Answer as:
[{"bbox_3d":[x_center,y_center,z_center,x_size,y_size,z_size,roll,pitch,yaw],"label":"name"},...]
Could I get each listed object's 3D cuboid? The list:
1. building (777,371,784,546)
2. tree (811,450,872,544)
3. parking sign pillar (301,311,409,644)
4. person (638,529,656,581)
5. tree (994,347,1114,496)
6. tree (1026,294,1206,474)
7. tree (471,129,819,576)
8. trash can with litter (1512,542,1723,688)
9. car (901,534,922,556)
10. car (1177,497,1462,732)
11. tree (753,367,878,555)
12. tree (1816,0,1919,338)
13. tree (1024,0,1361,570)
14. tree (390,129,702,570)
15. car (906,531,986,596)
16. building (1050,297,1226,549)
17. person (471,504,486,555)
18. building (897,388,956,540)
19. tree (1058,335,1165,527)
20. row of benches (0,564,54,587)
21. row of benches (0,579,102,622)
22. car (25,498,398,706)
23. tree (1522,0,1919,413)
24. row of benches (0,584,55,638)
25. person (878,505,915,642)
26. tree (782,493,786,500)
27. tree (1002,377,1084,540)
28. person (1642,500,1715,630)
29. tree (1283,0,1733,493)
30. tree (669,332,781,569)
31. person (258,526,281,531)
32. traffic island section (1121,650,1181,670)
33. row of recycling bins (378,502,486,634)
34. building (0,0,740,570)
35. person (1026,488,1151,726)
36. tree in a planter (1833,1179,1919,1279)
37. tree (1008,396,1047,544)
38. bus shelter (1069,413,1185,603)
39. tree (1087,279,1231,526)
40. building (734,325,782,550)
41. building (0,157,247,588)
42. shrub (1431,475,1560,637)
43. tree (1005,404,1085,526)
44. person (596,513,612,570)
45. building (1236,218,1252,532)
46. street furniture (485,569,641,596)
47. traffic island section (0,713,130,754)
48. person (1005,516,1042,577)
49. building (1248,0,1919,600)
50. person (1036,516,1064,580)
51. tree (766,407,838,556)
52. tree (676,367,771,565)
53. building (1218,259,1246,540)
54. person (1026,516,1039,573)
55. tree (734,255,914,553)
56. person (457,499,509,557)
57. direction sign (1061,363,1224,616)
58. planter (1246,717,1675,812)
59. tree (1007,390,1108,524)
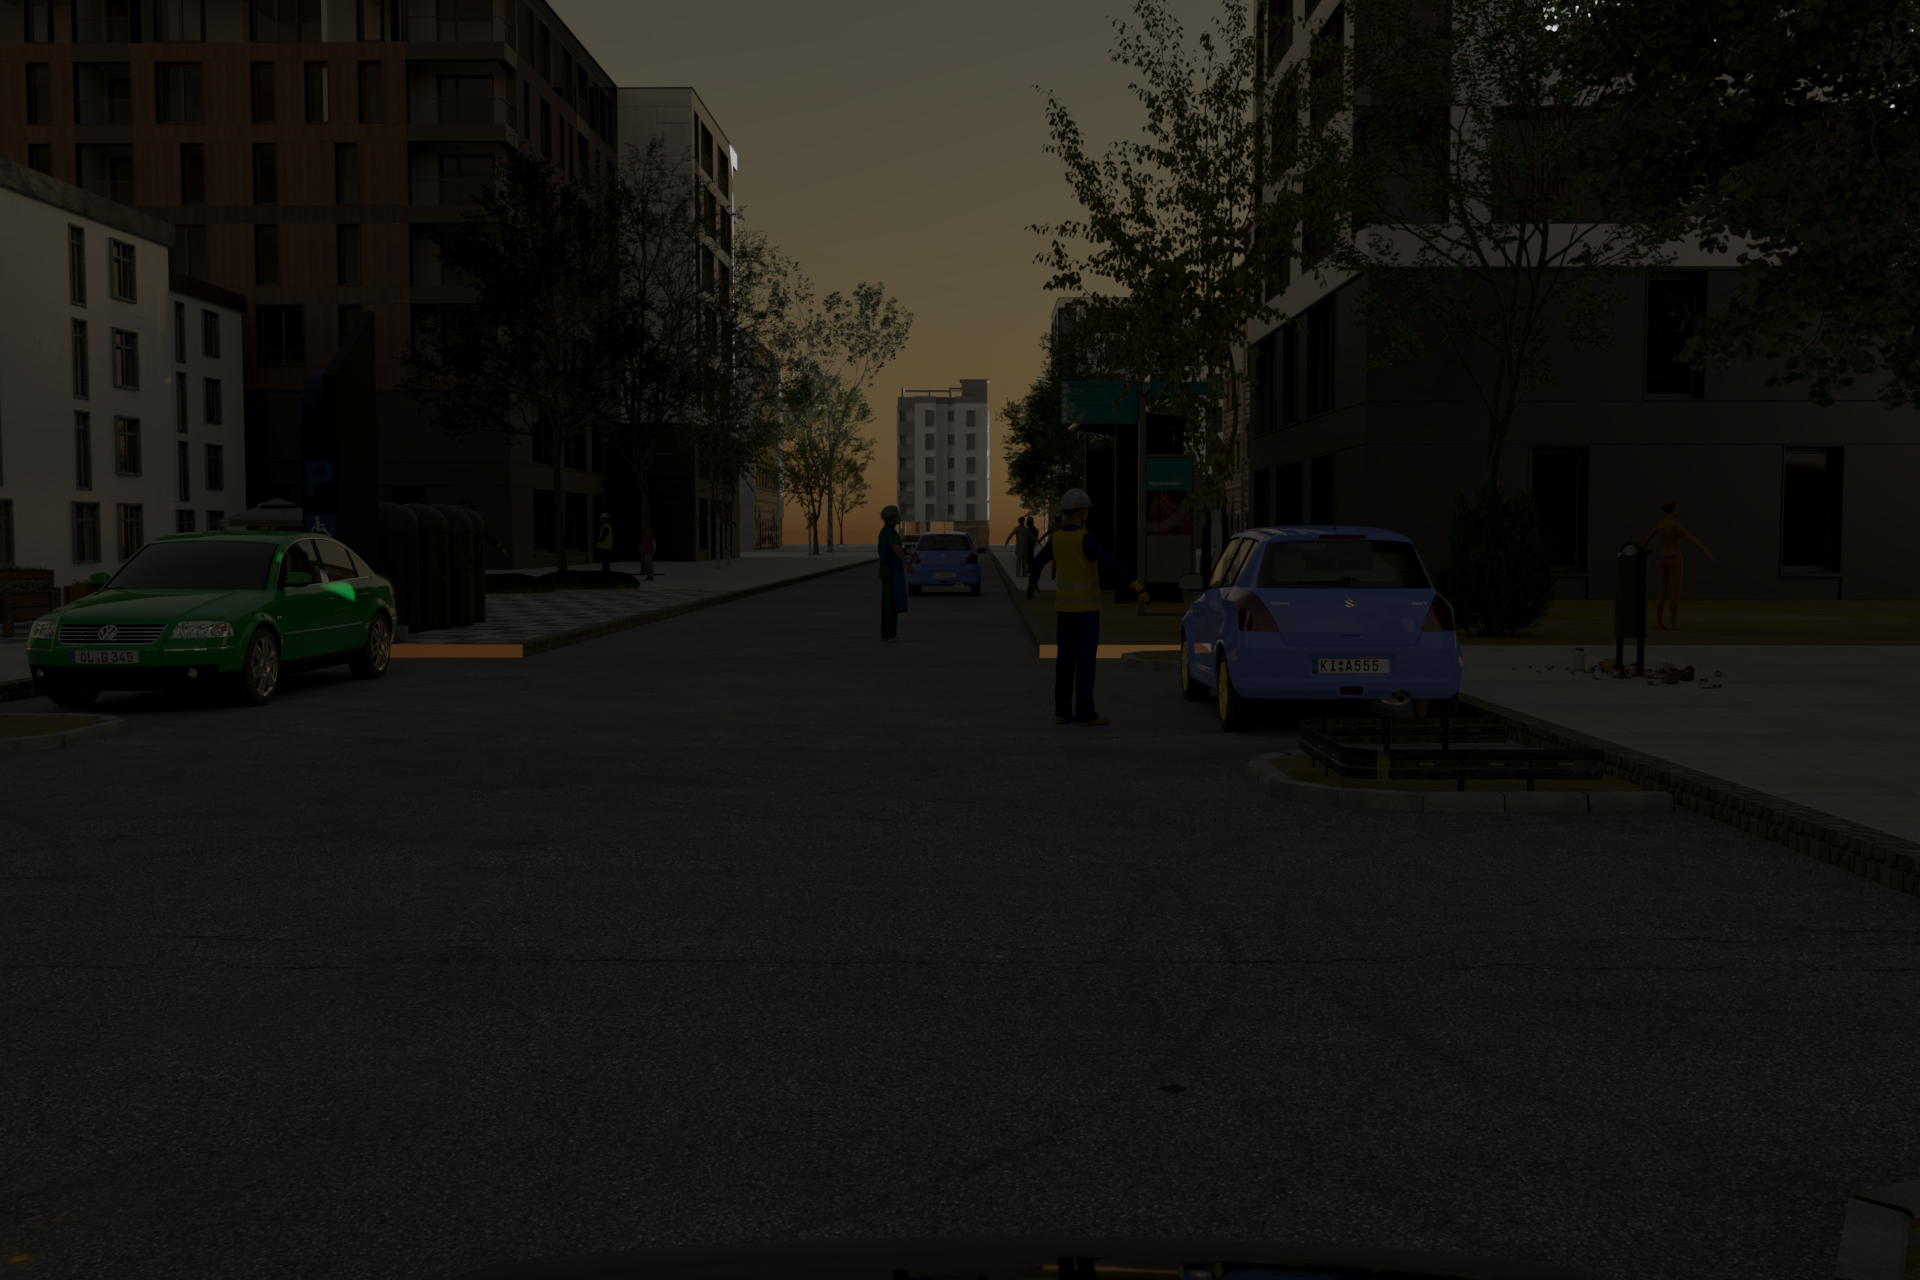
[{"bbox_3d":[-24.926,-19.856,181.070,16.016,20.090,11.380,0,4,1],"label":"building"},{"bbox_3d":[-14.890,-17.682,214.858,9.928,11.665,9.643,0,3,0],"label":"tree"},{"bbox_3d":[-7.281,-1.951,20.366,1.447,3.967,1.447,0,4,2],"label":"parking sign pillar"},{"bbox_3d":[-8.617,-2.353,47.732,0.599,1.433,0.991,-2,4,-35],"label":"person"},{"bbox_3d":[5.795,-9.312,86.666,7.601,10.594,8.767,2,4,27],"label":"tree"},{"bbox_3d":[6.608,-9.056,73.822,9.928,11.665,9.643,0,3,0],"label":"tree"},{"bbox_3d":[-9.779,-8.748,53.396,12.009,13.543,11.850,0,3,0],"label":"tree"},{"bbox_3d":[6.023,-0.268,15.437,1.678,1.210,2.233,0,4,0],"label":"trash can with litter"},{"bbox_3d":[-2.776,-5.760,103.955,2.009,1.686,4.222,0,4,0],"label":"car"},{"bbox_3d":[2.749,-0.260,13.841,1.945,1.707,3.694,0,4,1],"label":"car"},{"bbox_3d":[-8.834,-11.064,106.648,9.928,11.665,9.643,0,3,0],"label":"tree"},{"bbox_3d":[17.738,-6.234,27.677,9.928,11.665,9.643,0,3,0],"label":"tree"},{"bbox_3d":[3.057,-4.380,21.971,4.737,8.622,4.395,0,3,0],"label":"tree"},{"bbox_3d":[-9.782,-6.517,40.967,7.601,10.594,8.767,-2,4,-26],"label":"tree"},{"bbox_3d":[-0.342,-1.930,41.149,1.945,1.707,3.694,0,4,1],"label":"car"},{"bbox_3d":[22.491,-19.685,165.820,27.936,21.610,32.646,0,4,0],"label":"building"},{"bbox_3d":[-8.698,-1.508,30.807,0.704,1.843,1.345,-2,4,-28],"label":"person"},{"bbox_3d":[-7.516,-21.864,216.357,11.380,20.090,16.016,0,4,7],"label":"building"},{"bbox_3d":[5.665,-6.966,64.259,4.360,8.622,3.978,0,3,0],"label":"tree"},{"bbox_3d":[-19.933,-1.141,34.121,1.422,0.672,4.104,2,4,27],"label":"row of benches"},{"bbox_3d":[-12.290,-0.579,24.923,1.422,0.672,4.104,2,4,35],"label":"row of benches"},{"bbox_3d":[-6.643,-0.429,15.811,1.959,1.807,4.718,0,4,1],"label":"car"},{"bbox_3d":[8.624,-6.503,12.987,9.857,13.997,8.962,0,3,0],"label":"tree"},{"bbox_3d":[-12.111,-0.302,20.405,1.422,0.672,4.104,0,4,2],"label":"row of benches"},{"bbox_3d":[-0.893,-0.889,23.116,0.704,1.817,1.347,-1,4,-18],"label":"person"},{"bbox_3d":[-23.176,-16.172,214.770,4.360,8.622,3.978,0,3,0],"label":"tree"},{"bbox_3d":[6.641,-12.614,124.369,7.486,12.596,7.792,0,3,0],"label":"tree"},{"bbox_3d":[9.562,-1.002,23.189,0.721,1.733,1.217,-2,4,-26],"label":"person"},{"bbox_3d":[8.958,-6.281,28.442,9.928,11.665,9.643,0,3,0],"label":"tree"},{"bbox_3d":[-8.720,-6.945,63.908,4.737,8.622,4.395,0,3,0],"label":"tree"},{"bbox_3d":[-17.421,-2.329,43.843,1.354,1.858,0.705,1,4,10],"label":"person"},{"bbox_3d":[2.799,0.228,19.131,1.991,0.108,1.994,0,4,1],"label":"traffic island section"},{"bbox_3d":[-7.329,-1.017,23.744,1.069,1.692,3.534,0,4,2],"label":"row of recycling bins"},{"bbox_3d":[-26.180,-14.292,77.642,27.936,21.610,32.646,0,4,1],"label":"building"},{"bbox_3d":[0.935,-0.253,13.053,0.721,1.772,1.216,-3,5,-44],"label":"person"},{"bbox_3d":[2.562,-0.331,2.633,1.991,3.239,1.994,0,4,0],"label":"tree in a planter"},{"bbox_3d":[11.658,-22.199,218.844,12.611,20.169,13.585,0,3,0],"label":"tree"},{"bbox_3d":[3.323,-2.686,35.203,1.731,3.624,6.357,0,4,-1],"label":"bus shelter"},{"bbox_3d":[5.621,-6.070,49.604,4.737,8.622,4.395,0,3,0],"label":"tree"},{"bbox_3d":[-25.378,-19.197,144.804,19.493,23.208,18.063,0,3,0],"label":"building"},{"bbox_3d":[-25.856,-6.424,47.179,9.099,9.664,28.070,0,4,0],"label":"building"},{"bbox_3d":[6.715,-1.062,21.784,1.690,2.028,1.600,0,3,0],"label":"shrub"},{"bbox_3d":[6.382,-10.903,112.680,7.601,10.594,8.767,0,4,-5],"label":"tree"},{"bbox_3d":[-9.477,-2.456,46.129,0.705,1.833,1.349,0,4,-3],"label":"person"},{"bbox_3d":[23.609,-15.167,78.903,19.493,23.208,18.063,0,4,0],"label":"building"},{"bbox_3d":[-12.237,-1.387,38.303,10.072,0.657,5.734,0,4,-7],"label":"street furniture"},{"bbox_3d":[-6.999,0.662,12.049,1.991,0.108,1.994,0,4,0],"label":"traffic island section"},{"bbox_3d":[1.870,-2.796,51.896,1.347,1.806,0.705,-2,4,-34],"label":"person"},{"bbox_3d":[21.839,-12.547,49.121,27.936,21.610,32.646,0,4,0],"label":"building"},{"bbox_3d":[2.776,-2.607,48.902,1.348,1.796,0.705,1,4,18],"label":"person"},{"bbox_3d":[-8.829,-9.099,99.139,4.737,8.622,4.395,0,3,0],"label":"tree"},{"bbox_3d":[-9.506,-7.379,71.010,4.360,8.622,3.978,0,3,0],"label":"tree"},{"bbox_3d":[25.359,-16.293,97.312,19.493,23.208,18.063,0,4,1],"label":"building"},{"bbox_3d":[2.275,-3.113,56.678,0.705,1.856,1.354,1,4,22],"label":"person"},{"bbox_3d":[-10.378,-16.123,119.495,12.611,20.169,13.585,0,3,0],"label":"tree"},{"bbox_3d":[-7.837,-1.320,27.511,1.347,1.837,0.705,-3,5,-41],"label":"person"},{"bbox_3d":[2.837,-2.309,26.522,2.525,3.948,1.411,0,4,1],"label":"direction sign"},{"bbox_3d":[2.693,0.686,9.921,1.991,0.319,1.994,0,3,0],"label":"planter"},{"bbox_3d":[6.388,-10.001,97.930,7.601,10.594,8.767,-3,5,-45],"label":"tree"}]
